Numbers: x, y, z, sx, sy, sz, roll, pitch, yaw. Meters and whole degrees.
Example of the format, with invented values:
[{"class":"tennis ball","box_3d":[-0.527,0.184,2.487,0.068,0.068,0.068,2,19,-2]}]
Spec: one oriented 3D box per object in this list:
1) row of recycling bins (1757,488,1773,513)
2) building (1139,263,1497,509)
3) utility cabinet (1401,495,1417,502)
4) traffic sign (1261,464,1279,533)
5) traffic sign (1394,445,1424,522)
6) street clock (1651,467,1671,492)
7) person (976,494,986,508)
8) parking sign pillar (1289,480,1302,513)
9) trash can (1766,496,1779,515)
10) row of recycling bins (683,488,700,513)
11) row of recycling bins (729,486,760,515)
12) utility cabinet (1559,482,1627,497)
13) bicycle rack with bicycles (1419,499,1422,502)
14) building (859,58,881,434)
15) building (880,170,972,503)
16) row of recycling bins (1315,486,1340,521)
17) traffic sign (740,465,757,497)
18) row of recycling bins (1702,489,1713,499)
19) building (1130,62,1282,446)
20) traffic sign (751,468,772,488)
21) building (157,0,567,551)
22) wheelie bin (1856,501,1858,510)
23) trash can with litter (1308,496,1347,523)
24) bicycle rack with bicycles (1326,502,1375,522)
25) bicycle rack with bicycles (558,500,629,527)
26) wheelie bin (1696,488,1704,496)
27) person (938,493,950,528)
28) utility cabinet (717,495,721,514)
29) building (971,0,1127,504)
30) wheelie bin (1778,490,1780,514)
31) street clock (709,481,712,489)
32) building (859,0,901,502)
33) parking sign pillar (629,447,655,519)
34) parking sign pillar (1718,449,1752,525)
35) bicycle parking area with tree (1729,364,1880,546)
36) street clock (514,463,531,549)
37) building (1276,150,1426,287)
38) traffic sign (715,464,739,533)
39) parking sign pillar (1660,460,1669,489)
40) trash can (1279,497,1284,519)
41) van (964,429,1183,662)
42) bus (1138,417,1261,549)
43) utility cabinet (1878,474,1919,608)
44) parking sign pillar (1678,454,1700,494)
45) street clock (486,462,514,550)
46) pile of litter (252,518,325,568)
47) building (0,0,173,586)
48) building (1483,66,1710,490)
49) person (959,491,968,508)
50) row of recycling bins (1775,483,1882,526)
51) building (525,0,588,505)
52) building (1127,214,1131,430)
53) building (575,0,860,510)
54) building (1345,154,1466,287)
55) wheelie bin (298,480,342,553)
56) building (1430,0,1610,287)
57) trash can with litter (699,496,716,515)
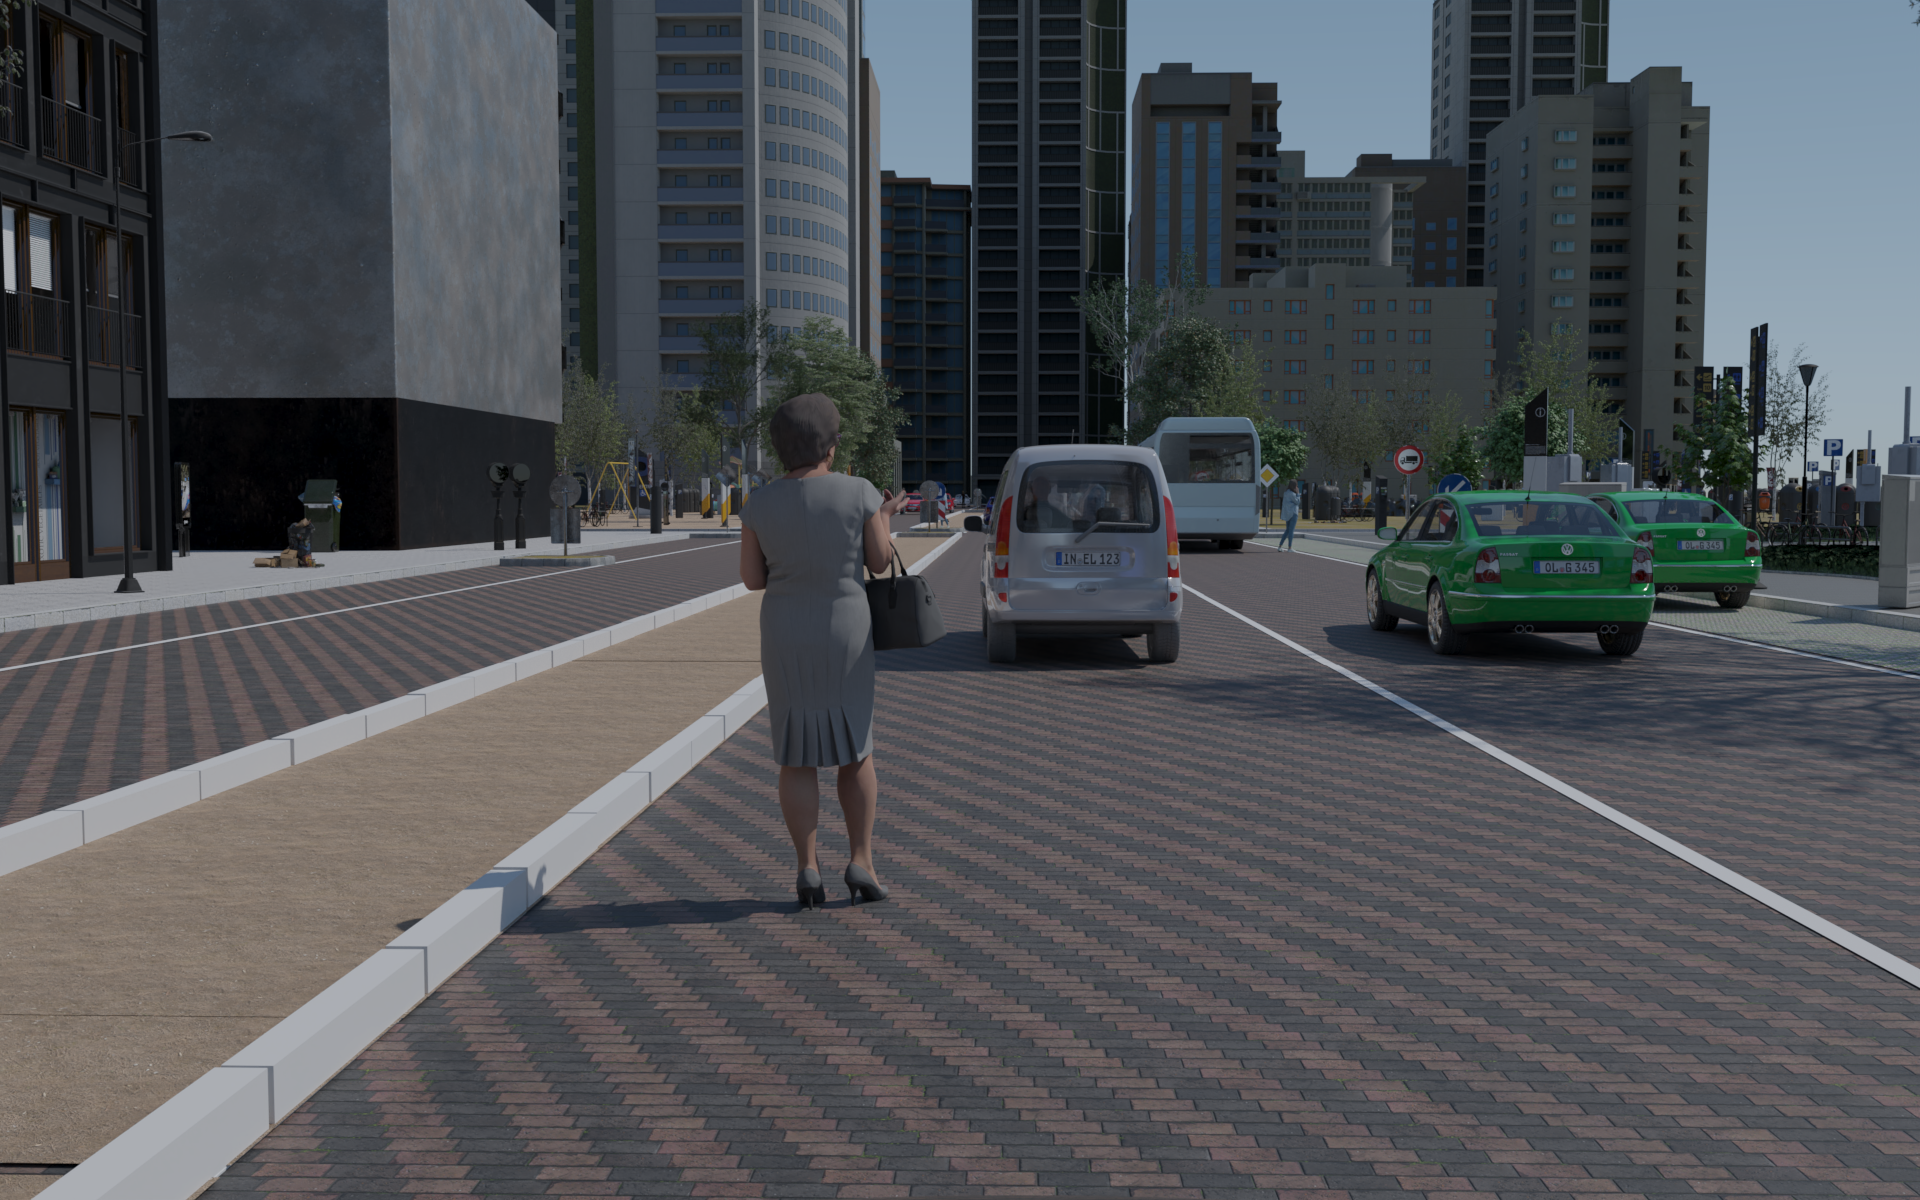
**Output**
[{"class":"row of recycling bins","box_3d":[55.787,-6.924,120.316,1.069,1.692,3.534,0,4,-2]},{"class":"building","box_3d":[31.358,-19.236,159.555,27.650,21.520,28.899,0,4,2]},{"class":"utility cabinet","box_3d":[30.884,-6.606,119.165,1.020,1.237,0.306,0,4,3]},{"class":"traffic sign","box_3d":[10.097,-3.264,57.006,0.795,2.450,0.064,0,4,2]},{"class":"traffic sign","box_3d":[11.660,-2.748,45.043,0.768,2.556,0.104,1,4,9]},{"class":"street clock","box_3d":[18.903,-2.578,46.728,0.471,2.002,0.358,-1,4,-21]},{"class":"person","box_3d":[2.095,-10.197,176.006,1.217,1.735,0.721,0,4,6]},{"class":"parking sign pillar","box_3d":[22.809,-7.972,118.818,1.447,3.967,1.447,0,4,6]},{"class":"trash can","box_3d":[50.472,-5.871,107.646,0.748,1.137,0.748,0,3,0]},{"class":"row of recycling bins","box_3d":[-18.809,-6.919,120.231,1.069,1.692,3.534,0,4,7]},{"class":"row of recycling bins","box_3d":[-13.074,-6.085,106.602,1.069,1.692,3.534,2,4,33]},{"class":"utility cabinet","box_3d":[11.965,-1.476,32.814,1.173,1.500,0.318,3,4,39]},{"class":"bicycle rack with bicycles","box_3d":[34.800,-7.243,131.803,2.852,0.926,2.925,1,4,19]},{"class":"building","box_3d":[-15.459,-32.143,175.641,14.600,45.320,14.200,0,4,2]},{"class":"building","box_3d":[-12.638,-35.619,237.000,28.867,44.769,22.147,0,4,2]},{"class":"row of recycling bins","box_3d":[18.165,-4.786,85.356,1.069,1.692,3.534,1,4,19]},{"class":"traffic sign","box_3d":[-9.233,-4.623,75.689,0.768,2.556,0.104,0,4,6]},{"class":"row of recycling bins","box_3d":[58.290,-7.838,135.264,3.534,1.692,1.069,1,4,23]},{"class":"building","box_3d":[25.261,-32.485,181.232,14.600,45.320,14.200,0,4,2]},{"class":"traffic sign","box_3d":[-7.502,-3.785,65.535,0.795,2.450,0.064,0,4,2]},{"class":"building","box_3d":[-20.773,-10.992,47.166,16.811,18.784,16.820,0,4,2]},{"class":"wheelie bin","box_3d":[56.680,-6.248,110.056,0.980,1.594,0.693,0,4,-6]},{"class":"trash can with litter","box_3d":[16.216,-4.005,76.539,2.233,1.210,1.678,-2,4,-24]},{"class":"bicycle rack with bicycles","box_3d":[18.545,-4.143,81.125,2.925,0.926,2.852,0,4,-8]},{"class":"bicycle rack with bicycles","box_3d":[-14.940,-3.349,68.136,2.852,0.926,2.925,2,4,27]},{"class":"wheelie bin","box_3d":[39.486,-5.202,92.961,0.693,1.594,0.980,-2,4,-28]},{"class":"person","box_3d":[-0.712,-3.866,71.976,0.793,1.790,0.793,2,4,28]},{"class":"utility cabinet","box_3d":[-14.773,-5.988,109.073,1.020,1.237,0.306,1,4,15]},{"class":"building","box_3d":[12.061,-48.698,234.463,20.611,71.187,20.563,0,4,2]},{"class":"wheelie bin","box_3d":[58.329,-7.077,123.615,0.980,1.594,0.693,-2,4,-24]},{"class":"street clock","box_3d":[-13.974,-5.594,96.031,0.471,2.002,0.358,-1,4,-22]},{"class":"building","box_3d":[-23.104,-54.364,201.521,31.000,86.520,22.319,0,4,2]},{"class":"parking sign pillar","box_3d":[-16.591,-6.235,90.413,1.447,3.967,1.447,-1,4,-19]},{"class":"parking sign pillar","box_3d":[32.544,-5.143,72.567,1.447,3.967,1.447,-1,4,-12]},{"class":"bicycle parking area with tree","box_3d":[21.317,-3.168,38.798,8.231,4.147,9.016,0,4,7]},{"class":"street clock","box_3d":[-10.319,-2.205,40.622,0.471,2.002,0.358,-3,5,-42]},{"class":"building","box_3d":[34.945,-31.110,200.531,32.217,40.220,23.993,0,4,2]},{"class":"traffic sign","box_3d":[-7.738,-3.297,57.553,0.795,2.450,0.064,0,4,2]},{"class":"parking sign pillar","box_3d":[55.058,-9.028,136.077,1.447,3.967,1.447,-2,4,-24]},{"class":"trash can","box_3d":[16.017,-4.485,84.985,0.748,1.137,0.748,0,3,0]},{"class":"van","box_3d":[1.043,-0.559,16.153,2.013,2.044,4.112,0,4,0]},{"class":"bus","box_3d":[6.326,-3.260,48.154,2.948,3.499,13.247,0,4,4]},{"class":"utility cabinet","box_3d":[10.824,-0.672,19.673,1.173,1.500,0.318,-3,5,-44]},{"class":"parking sign pillar","box_3d":[45.935,-7.379,109.126,1.447,3.967,1.447,-3,5,-43]},{"class":"street clock","box_3d":[-10.514,-2.133,39.451,0.471,2.002,0.358,-2,4,-32]},{"class":"pile of litter","box_3d":[-11.825,-1.009,30.462,1.176,0.858,1.719,-2,4,-26]},{"class":"building","box_3d":[-19.559,-11.676,20.579,12.332,23.373,15.834,0,4,2]},{"class":"building","box_3d":[74.305,-35.331,201.363,21.600,48.544,21.300,0,4,2]},{"class":"person","box_3d":[0.395,-10.391,178.909,1.217,1.766,0.721,3,5,41]},{"class":"row of recycling bins","box_3d":[32.462,-3.512,64.539,3.534,1.692,1.069,1,4,16]},{"class":"building","box_3d":[-48.838,-46.881,204.754,20.611,71.187,20.563,0,4,2]},{"class":"building","box_3d":[29.799,-33.535,231.895,14.086,41.232,14.154,0,4,2]},{"class":"building","box_3d":[-20.642,-37.444,154.215,21.231,58.520,28.212,0,4,2]},{"class":"building","box_3d":[58.132,-35.510,230.694,14.200,45.320,14.600,0,4,2]},{"class":"wheelie bin","box_3d":[-14.073,-1.851,38.172,0.980,1.594,0.693,0,4,-3]},{"class":"building","box_3d":[75.626,-48.586,232.634,20.611,71.187,20.563,0,4,2]},{"class":"trash can with litter","box_3d":[-15.190,-5.680,104.249,1.055,1.170,0.624,0,4,7]}]
